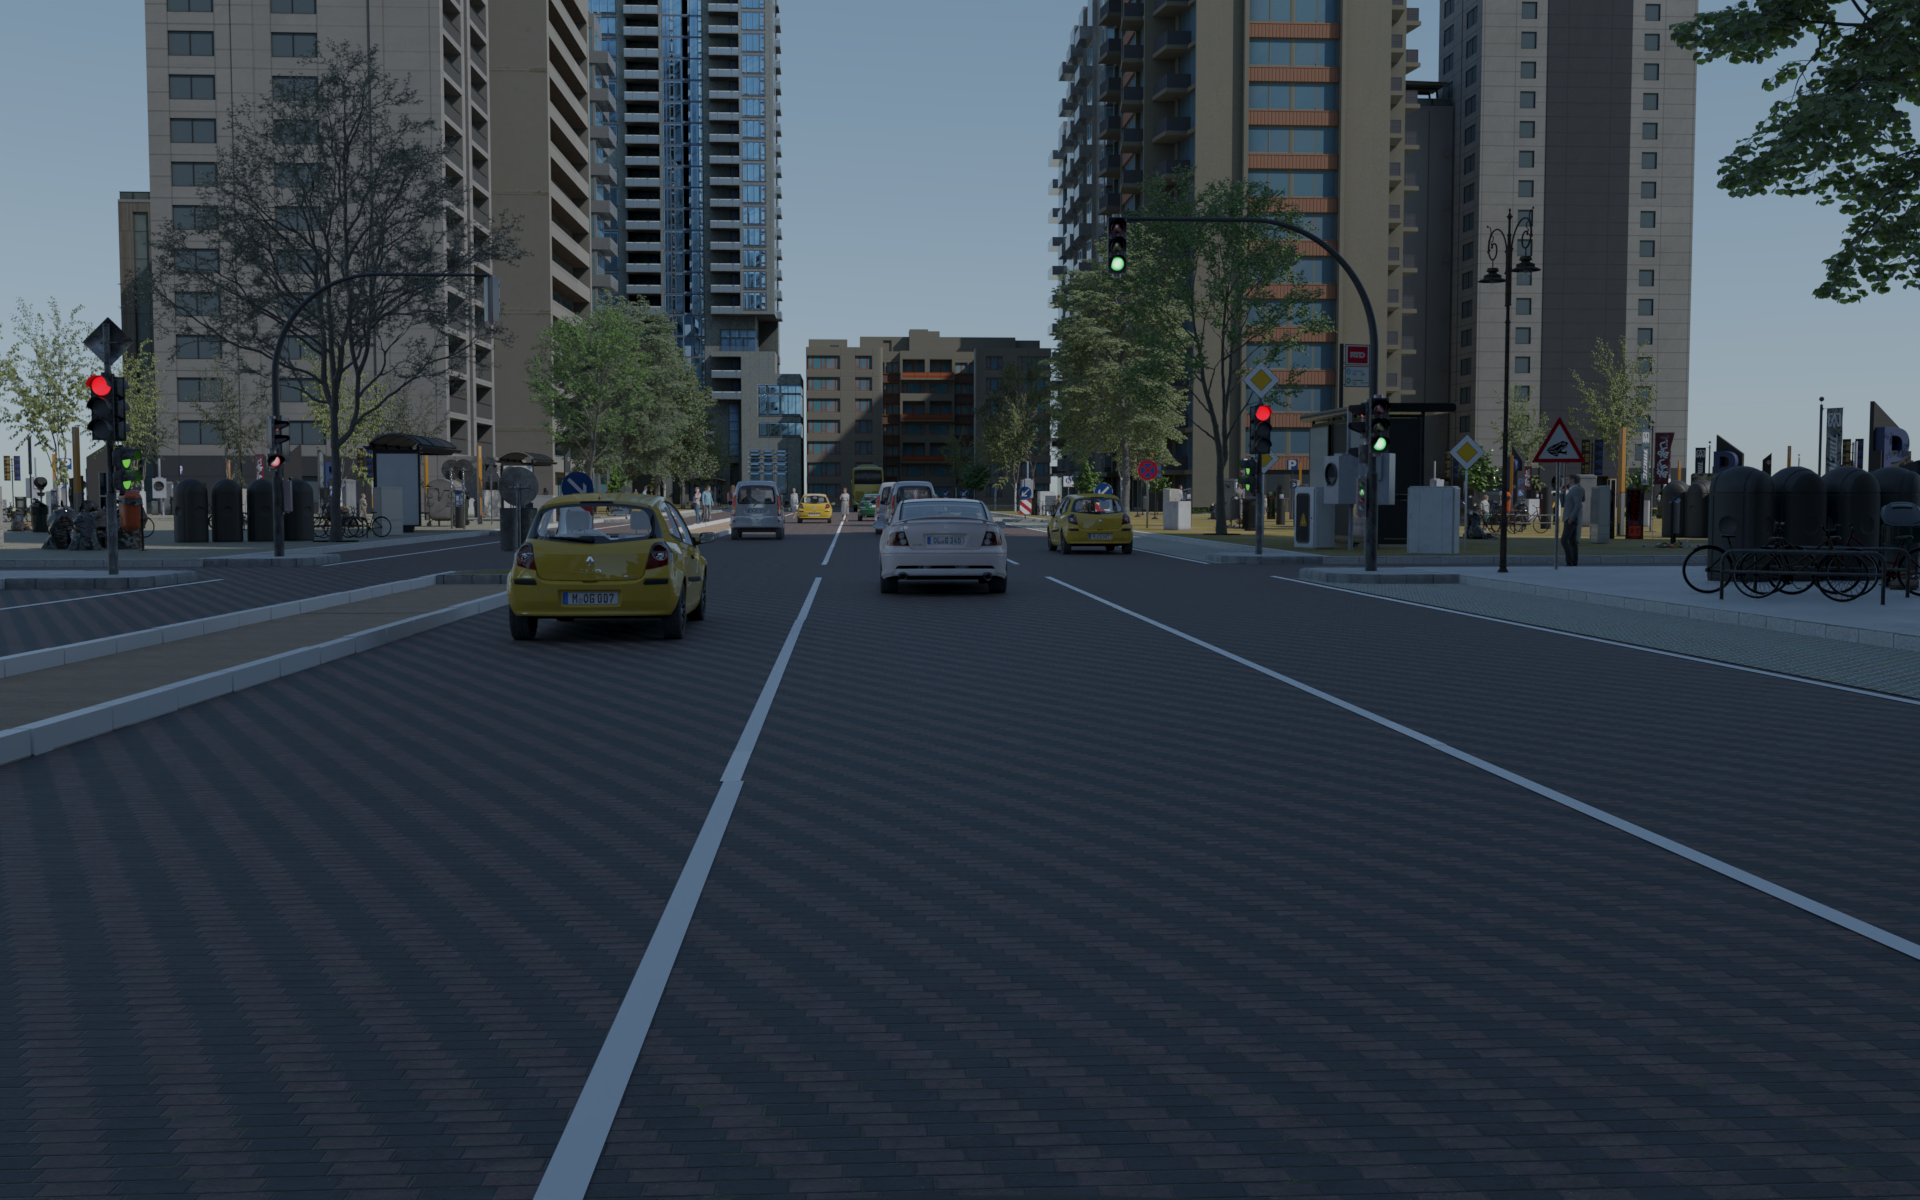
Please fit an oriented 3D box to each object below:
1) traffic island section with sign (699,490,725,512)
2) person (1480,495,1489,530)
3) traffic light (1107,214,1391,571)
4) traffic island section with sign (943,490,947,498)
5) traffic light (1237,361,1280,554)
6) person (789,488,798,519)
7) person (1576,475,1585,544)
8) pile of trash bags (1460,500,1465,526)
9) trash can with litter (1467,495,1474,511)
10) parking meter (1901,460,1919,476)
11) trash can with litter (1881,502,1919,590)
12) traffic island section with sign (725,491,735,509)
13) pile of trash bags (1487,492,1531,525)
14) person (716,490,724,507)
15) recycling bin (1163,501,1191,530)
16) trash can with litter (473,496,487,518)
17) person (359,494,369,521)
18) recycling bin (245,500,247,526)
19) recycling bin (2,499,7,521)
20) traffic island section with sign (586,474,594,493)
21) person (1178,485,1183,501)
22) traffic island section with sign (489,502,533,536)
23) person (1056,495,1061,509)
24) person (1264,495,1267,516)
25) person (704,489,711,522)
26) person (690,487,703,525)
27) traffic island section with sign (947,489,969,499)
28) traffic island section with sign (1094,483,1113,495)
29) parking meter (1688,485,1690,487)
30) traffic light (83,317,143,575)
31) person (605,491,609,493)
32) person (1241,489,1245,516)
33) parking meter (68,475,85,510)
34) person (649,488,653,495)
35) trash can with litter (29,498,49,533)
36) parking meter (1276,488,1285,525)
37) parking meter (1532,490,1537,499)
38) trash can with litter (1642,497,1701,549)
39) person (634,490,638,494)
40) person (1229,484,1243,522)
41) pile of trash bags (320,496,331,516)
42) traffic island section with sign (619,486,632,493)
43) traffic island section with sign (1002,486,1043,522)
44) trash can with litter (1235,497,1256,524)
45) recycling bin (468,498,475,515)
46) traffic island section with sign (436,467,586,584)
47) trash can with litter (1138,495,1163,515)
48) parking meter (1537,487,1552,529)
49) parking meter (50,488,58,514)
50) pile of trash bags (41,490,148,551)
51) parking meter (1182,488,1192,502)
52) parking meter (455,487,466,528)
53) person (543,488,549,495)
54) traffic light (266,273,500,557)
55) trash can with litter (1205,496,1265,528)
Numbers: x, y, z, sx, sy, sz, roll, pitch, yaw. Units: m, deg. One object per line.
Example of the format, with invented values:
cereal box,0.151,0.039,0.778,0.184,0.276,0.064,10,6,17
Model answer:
traffic island section with sign,-19.898,-7.866,137.229,1.989,1.847,2.006,0,4,-3
person,18.473,-3.076,61.017,0.332,1.250,0.352,2,4,25
traffic light,4.743,-3.294,28.517,4.771,5.953,1.251,0,4,-3
traffic island section with sign,-1.452,-9.585,165.344,1.989,1.847,2.006,0,4,-3
traffic light,6.340,-2.926,36.756,0.839,4.253,0.868,0,4,-3
person,-9.615,-5.624,100.808,0.694,1.780,0.624,3,4,38
person,15.247,-2.224,42.961,0.519,1.759,0.362,-2,4,-33
pile of trash bags,19.090,-3.606,68.708,1.912,1.369,3.447,1,4,12
trash can with litter,28.653,-5.240,96.731,1.678,1.210,2.233,-2,4,-23
parking meter,16.402,-1.474,29.815,0.255,1.863,0.399,-1,4,-18
trash can with litter,12.840,-0.739,23.471,0.624,1.170,1.055,1,4,22
traffic island section with sign,-21.548,-9.528,164.418,1.989,1.847,2.006,0,4,-3
pile of trash bags,22.943,-3.853,72.741,1.912,1.369,3.447,1,4,16
person,-24.761,-10.469,177.925,1.217,1.735,0.721,-2,4,-29
recycling bin,7.727,-3.002,61.636,0.722,1.027,0.722,-3,5,-43
trash can with litter,-25.967,-5.047,93.904,0.624,1.170,1.055,-3,4,-38
person,-28.841,-4.487,83.670,0.475,1.303,0.640,1,4,19
recycling bin,-28.895,-3.572,70.963,0.722,1.027,0.722,-1,4,-21
recycling bin,-45.199,-4.198,81.187,0.722,1.027,0.722,0,4,-1
traffic island section with sign,-7.766,-1.684,35.673,2.006,1.907,1.989,0,4,-3
person,13.643,-6.253,108.131,0.795,1.843,0.661,3,5,43
traffic island section with sign,-15.190,-3.157,60.250,1.989,1.847,2.006,0,4,-3
person,5.619,-5.366,98.443,0.373,1.253,0.362,-2,4,-28
person,17.735,-5.466,100.427,0.382,1.210,0.505,-1,4,-11
person,-13.047,-4.929,89.639,0.362,1.759,0.519,-3,5,-41
person,-12.010,-4.296,79.332,0.643,1.750,0.593,-2,4,-35
traffic island section with sign,0.202,-7.940,138.440,1.989,1.847,2.006,0,4,-3
traffic island section with sign,4.878,-3.232,61.477,1.989,1.847,2.006,0,4,-3
parking meter,47.077,-6.492,111.858,0.399,1.863,0.255,-3,4,-38
traffic light,-13.497,-2.362,27.536,0.839,4.253,0.868,0,4,-3
person,-27.396,-7.907,135.256,1.348,1.831,0.705,-1,4,-11
person,16.368,-5.780,100.827,0.573,1.790,0.520,0,4,-8
parking meter,-27.674,-2.969,54.256,0.255,1.863,0.399,3,5,42
person,-24.224,-7.947,135.992,0.705,1.822,1.348,-1,4,-21
trash can with litter,-30.479,-2.841,57.843,1.055,1.170,0.624,-2,4,-34
parking meter,13.348,-3.894,72.074,0.372,1.533,0.369,0,3,0
parking meter,34.175,-5.780,102.921,0.372,1.533,0.369,0,3,0
trash can with litter,17.372,-1.878,41.756,1.678,1.210,2.233,2,4,29
person,-34.226,-10.763,182.574,0.990,1.755,0.434,-3,4,-37
person,12.795,-4.518,80.191,0.520,1.790,0.573,-2,4,-35
pile of trash bags,-35.138,-5.391,97.889,1.912,1.369,3.447,-1,4,-21
traffic island section with sign,-16.861,-4.820,87.436,1.989,1.847,2.006,0,4,-3
traffic island section with sign,3.192,-4.933,89.281,1.989,1.847,2.006,0,4,-3
trash can with litter,12.286,-3.820,73.840,1.055,1.170,0.624,-2,4,-35
recycling bin,-30.086,-5.730,106.244,0.722,1.027,0.722,-1,4,-23
traffic island section with sign,-7.326,-1.232,28.279,2.006,1.907,1.989,0,4,-3
trash can with litter,11.683,-5.793,105.772,2.233,1.210,1.678,-3,4,-38
parking meter,21.510,-3.373,63.559,0.372,1.533,0.369,0,3,0
parking meter,-36.265,-3.736,69.487,0.372,1.533,0.369,0,3,0
pile of trash bags,-19.736,-1.851,40.022,3.447,1.369,1.912,3,5,42
parking meter,9.006,-3.693,68.785,0.372,1.533,0.369,0,3,0
parking meter,-18.772,-3.463,65.035,0.372,1.533,0.369,0,3,0
person,-30.385,-7.358,127.018,0.551,1.740,0.621,1,4,21
traffic light,-11.900,-3.731,35.668,4.771,5.953,1.251,0,4,-3
trash can with litter,10.532,-3.307,65.135,1.678,1.210,2.233,-2,4,-31
